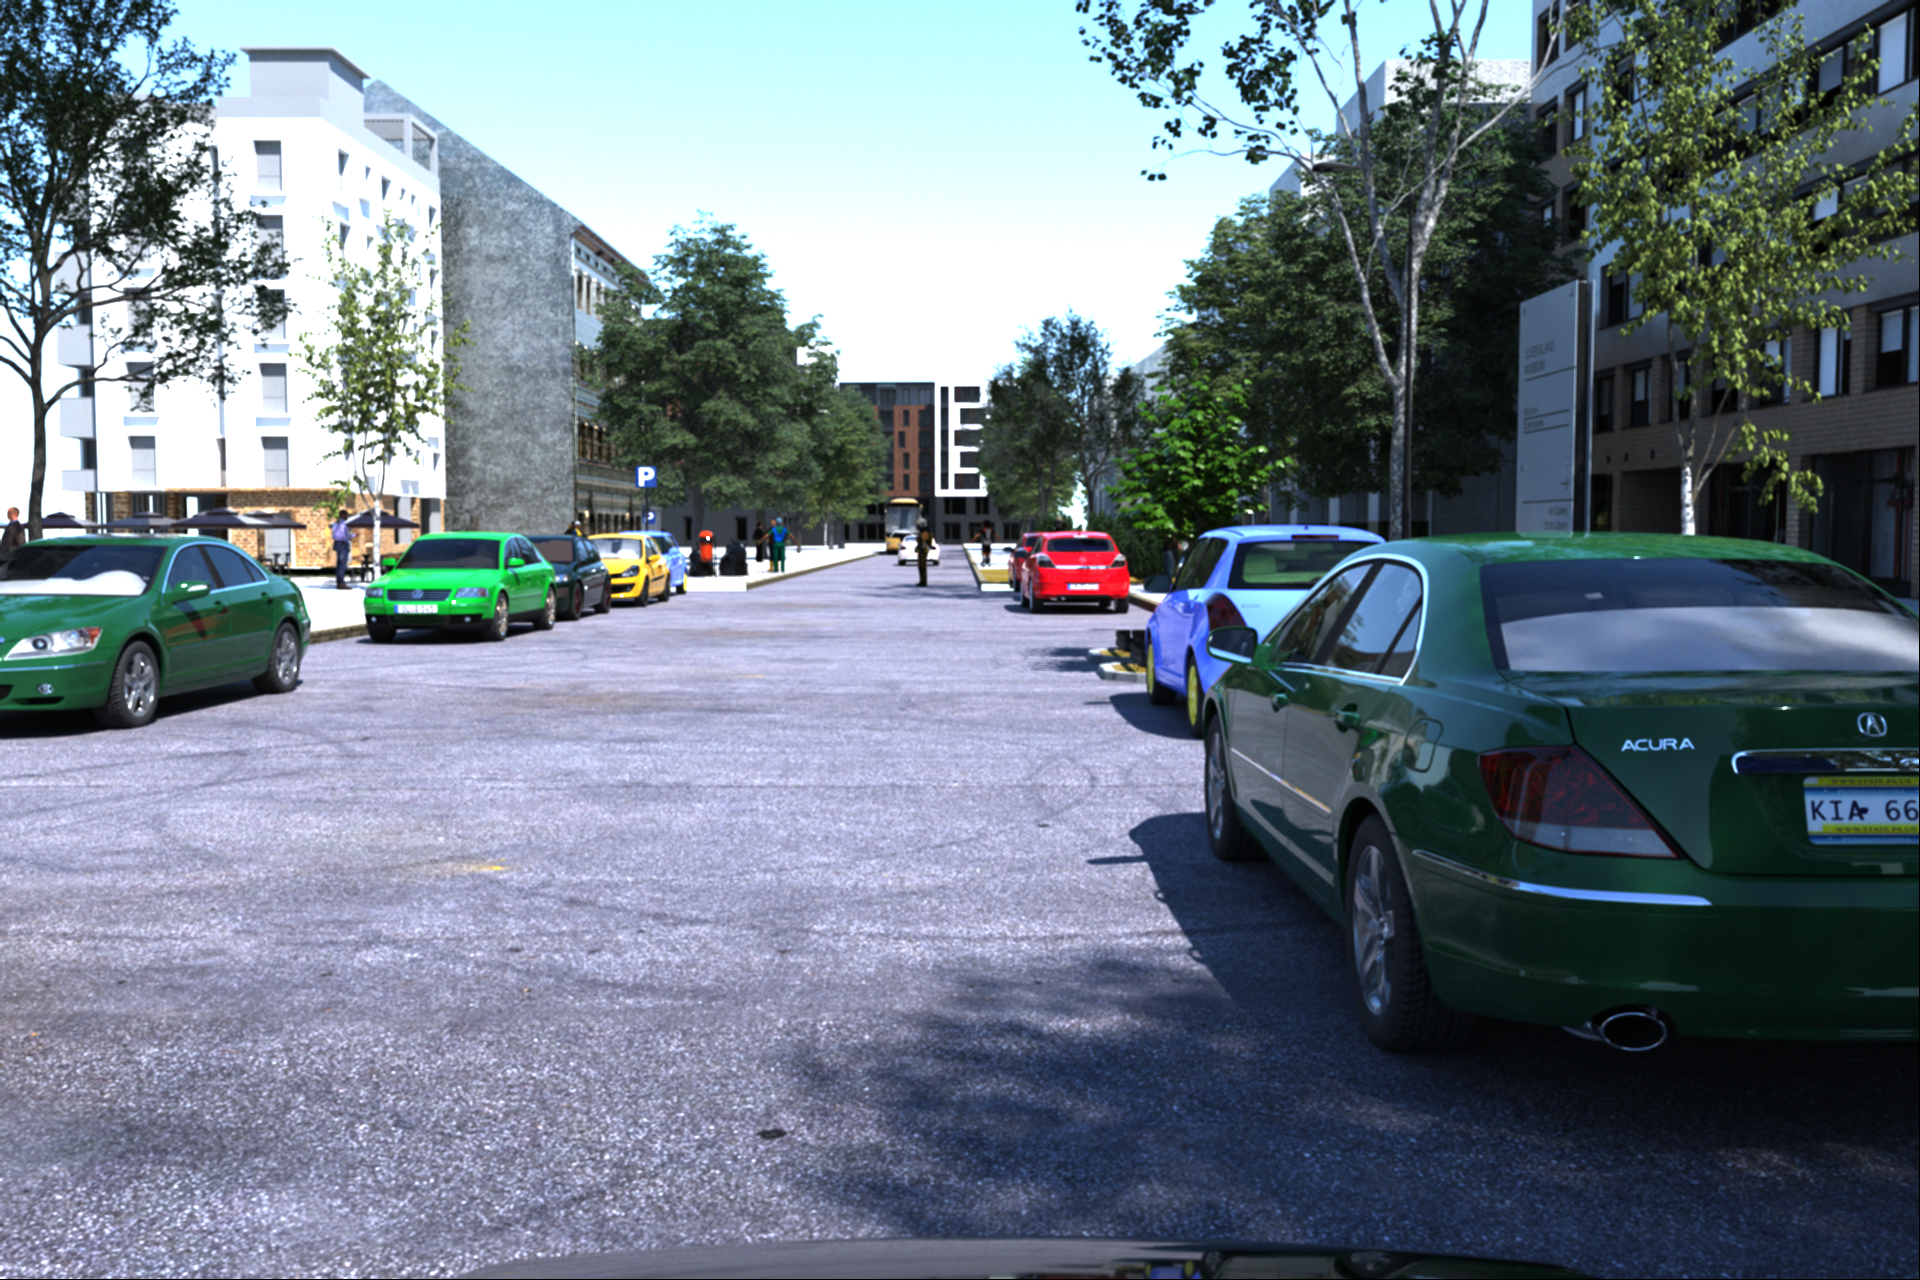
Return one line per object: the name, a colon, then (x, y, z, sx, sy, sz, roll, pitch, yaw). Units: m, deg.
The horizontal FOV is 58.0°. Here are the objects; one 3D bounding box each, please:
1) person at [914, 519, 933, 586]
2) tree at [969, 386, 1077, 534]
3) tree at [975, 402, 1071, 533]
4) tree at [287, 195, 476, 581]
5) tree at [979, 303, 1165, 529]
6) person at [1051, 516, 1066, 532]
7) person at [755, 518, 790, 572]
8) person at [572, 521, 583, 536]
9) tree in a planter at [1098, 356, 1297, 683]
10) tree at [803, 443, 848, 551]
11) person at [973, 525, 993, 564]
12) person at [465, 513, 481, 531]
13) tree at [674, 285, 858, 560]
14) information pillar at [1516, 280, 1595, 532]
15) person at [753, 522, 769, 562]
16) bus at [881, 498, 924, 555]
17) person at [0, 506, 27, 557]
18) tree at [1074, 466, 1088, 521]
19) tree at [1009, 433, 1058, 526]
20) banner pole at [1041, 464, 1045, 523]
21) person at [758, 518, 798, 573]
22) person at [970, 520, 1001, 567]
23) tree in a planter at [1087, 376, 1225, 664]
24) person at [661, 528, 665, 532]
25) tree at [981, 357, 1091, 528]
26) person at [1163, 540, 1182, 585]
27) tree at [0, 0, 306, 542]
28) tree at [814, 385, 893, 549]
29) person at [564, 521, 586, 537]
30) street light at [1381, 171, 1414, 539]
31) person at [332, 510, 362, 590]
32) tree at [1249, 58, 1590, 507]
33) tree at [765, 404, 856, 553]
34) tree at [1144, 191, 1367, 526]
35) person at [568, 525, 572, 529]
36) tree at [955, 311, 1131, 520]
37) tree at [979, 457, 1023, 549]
person: (-1.061, -2.409, 47.605, 0.705, 1.858, 1.354, -1, 4, -9)
tree: (5.346, -14.173, 138.378, 9.857, 13.997, 8.962, 0, 3, 0)
tree: (4.892, -12.401, 128.517, 9.928, 11.665, 9.643, 0, 3, 0)
tree: (-12.945, -5.388, 38.458, 4.737, 8.622, 4.395, 0, 3, 0)
tree: (5.263, -8.280, 69.787, 8.767, 10.594, 7.601, -3, 5, -42)
person: (2.331, -1.995, 40.857, 1.354, 1.856, 0.705, 1, 4, 15)
person: (-6.348, -3.233, 58.995, 1.346, 1.812, 0.704, 2, 4, 24)
person: (-14.468, -3.639, 65.968, 0.721, 1.772, 1.216, 1, 4, 14)
tree in a planter: (2.409, -1.234, 17.398, 1.991, 3.239, 1.994, 0, 4, 1)
tree: (-10.088, -10.917, 128.861, 4.737, 8.622, 4.395, 0, 3, 0)
person: (1.046, -4.151, 74.141, 0.705, 1.796, 1.348, 3, 4, 36)
person: (-12.370, -2.330, 44.228, 1.348, 1.813, 0.705, 3, 5, 42)
tree: (-9.906, -10.980, 86.170, 9.857, 13.997, 8.962, 0, 3, 0)
information pillar: (5.771, -1.564, 16.889, 0.184, 3.620, 1.656, 0, 3, 0)
person: (-9.098, -4.437, 78.727, 0.705, 1.806, 1.347, -3, 4, -37)
bus: (-3.912, -8.057, 123.280, 2.896, 3.916, 12.252, 0, 4, 0)
person: (-16.329, -1.421, 29.831, 0.990, 1.755, 0.434, 3, 5, 41)
tree: (20.494, -20.142, 235.981, 9.857, 13.997, 8.962, 0, 3, 0)
tree: (5.173, -10.296, 118.705, 4.737, 8.622, 4.395, 0, 3, 0)
banner pole: (2.969, -4.402, 61.991, 0.401, 3.779, 0.863, 0, 3, 0)
person: (-5.994, -3.128, 57.272, 1.347, 1.817, 0.704, -1, 4, -17)
person: (1.024, -3.743, 67.341, 1.345, 1.843, 0.704, -2, 4, -24)
tree in a planter: (2.460, -1.369, 19.601, 1.991, 3.239, 1.994, 0, 4, 1)
person: (-8.706, -2.612, 49.433, 1.216, 1.740, 0.721, -2, 4, -35)
tree: (4.963, -11.787, 110.840, 7.486, 12.596, 7.792, 0, 3, 0)
person: (4.834, -2.049, 39.713, 0.705, 1.803, 1.348, 0, 4, -6)
tree: (-13.198, -5.544, 25.050, 7.601, 10.594, 8.767, -2, 4, -28)
tree: (-10.271, -14.881, 149.960, 9.857, 13.997, 8.962, 0, 3, 0)
person: (-15.537, -3.877, 69.615, 1.346, 1.802, 0.704, -1, 4, -21)
street light: (6.170, -3.010, 21.753, 1.470, 5.913, 1.316, 0, 3, 0)
person: (-14.090, -2.076, 39.852, 0.599, 1.838, 0.709, -3, 5, -42)
tree: (12.326, -8.659, 48.237, 9.857, 13.997, 8.962, 0, 3, 0)
tree: (-10.395, -11.042, 114.943, 7.601, 10.594, 8.767, -1, 4, -11)
tree: (9.882, -8.574, 58.312, 7.486, 12.596, 7.792, 0, 3, 0)
person: (-18.896, -4.699, 83.635, 0.721, 1.733, 1.217, -1, 4, -9)
tree: (4.760, -11.379, 96.414, 12.009, 13.543, 11.850, 0, 3, 0)
tree: (5.441, -13.688, 149.561, 9.928, 11.665, 9.643, 0, 3, 0)
